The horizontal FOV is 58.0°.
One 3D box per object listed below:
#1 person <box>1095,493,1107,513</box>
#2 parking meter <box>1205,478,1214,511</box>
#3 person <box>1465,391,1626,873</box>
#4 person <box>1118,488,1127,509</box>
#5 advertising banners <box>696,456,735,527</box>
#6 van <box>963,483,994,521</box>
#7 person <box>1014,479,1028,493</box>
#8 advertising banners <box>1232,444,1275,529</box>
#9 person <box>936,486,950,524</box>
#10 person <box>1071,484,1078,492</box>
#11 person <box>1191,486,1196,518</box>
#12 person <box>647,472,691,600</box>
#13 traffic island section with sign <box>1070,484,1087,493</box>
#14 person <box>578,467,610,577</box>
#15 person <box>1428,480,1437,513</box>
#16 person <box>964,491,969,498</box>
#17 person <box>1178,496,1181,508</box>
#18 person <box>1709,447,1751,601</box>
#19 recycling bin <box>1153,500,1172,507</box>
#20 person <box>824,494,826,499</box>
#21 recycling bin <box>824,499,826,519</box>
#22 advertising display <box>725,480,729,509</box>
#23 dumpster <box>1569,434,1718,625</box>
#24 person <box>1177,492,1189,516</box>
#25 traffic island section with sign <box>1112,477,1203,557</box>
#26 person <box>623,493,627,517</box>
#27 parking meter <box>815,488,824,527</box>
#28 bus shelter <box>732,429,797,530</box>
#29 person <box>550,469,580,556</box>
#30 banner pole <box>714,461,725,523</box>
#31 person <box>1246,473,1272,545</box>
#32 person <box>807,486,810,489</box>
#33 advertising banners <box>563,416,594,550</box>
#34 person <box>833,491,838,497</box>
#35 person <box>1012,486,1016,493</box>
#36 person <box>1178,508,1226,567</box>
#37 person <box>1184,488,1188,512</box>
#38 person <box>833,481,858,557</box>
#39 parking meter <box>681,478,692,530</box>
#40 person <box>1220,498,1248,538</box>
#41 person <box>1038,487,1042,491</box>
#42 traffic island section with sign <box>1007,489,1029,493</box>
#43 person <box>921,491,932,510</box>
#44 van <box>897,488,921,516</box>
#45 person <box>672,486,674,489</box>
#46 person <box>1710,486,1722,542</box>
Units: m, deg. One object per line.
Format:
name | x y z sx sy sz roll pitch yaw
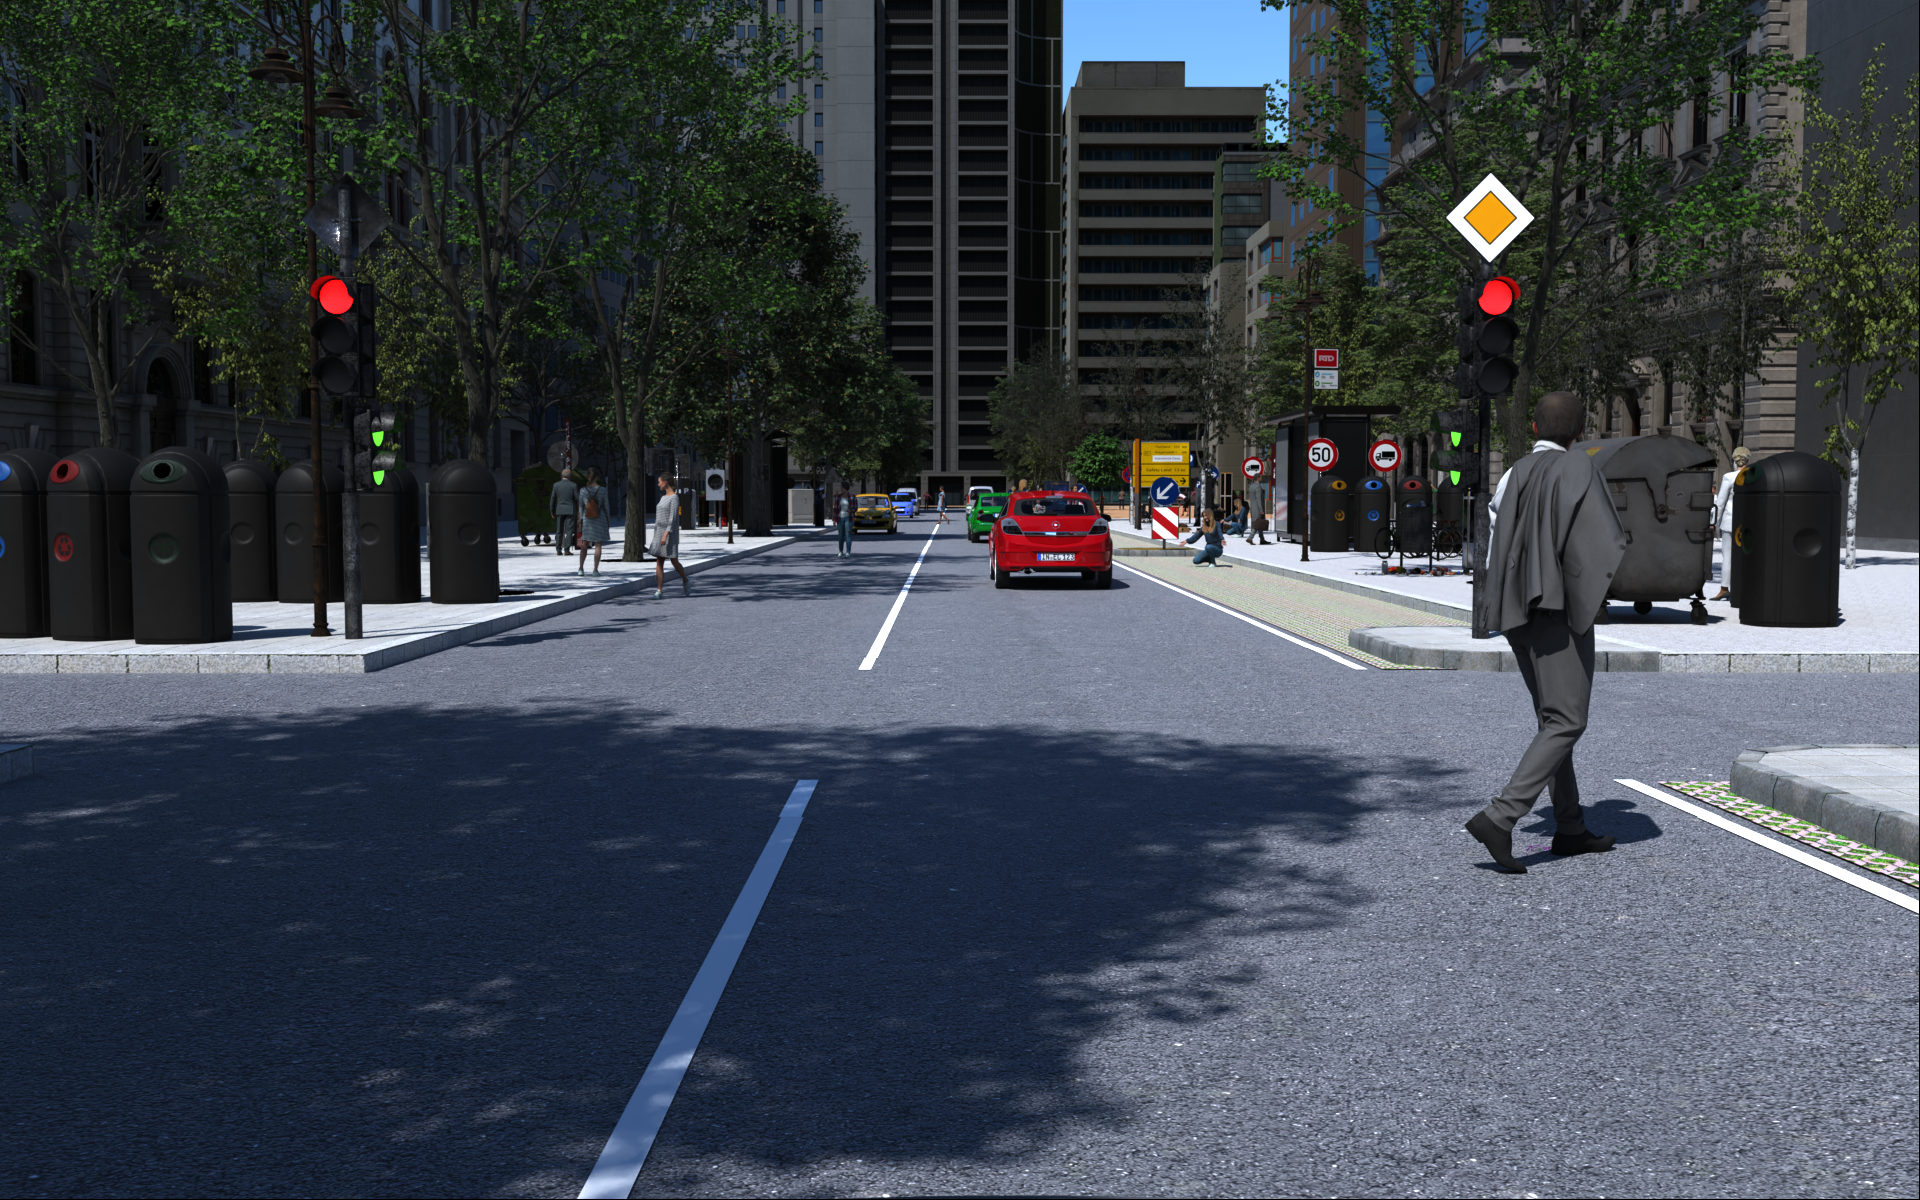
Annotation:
person | 8.455 -5.762 103.507 0.557 1.426 1.065 -2 4 -34
parking meter | 8.526 -3.271 59.197 0.255 1.863 0.399 1 4 21
person | 2.293 0.117 6.685 0.850 1.850 0.679 -2 4 -27
person | 13.738 -8.543 146.254 0.617 1.759 0.750 2 4 28
advertising banners | -9.322 -4.364 67.533 2.074 3.025 0.090 -2 4 -27
van | 1.165 -5.311 93.845 2.013 2.044 4.112 0 4 1
person | 1.697 -2.108 43.184 0.699 1.804 1.509 -1 4 -17
advertising banners | 10.336 -3.913 60.159 2.074 3.025 0.090 -1 4 -13
person | -0.797 -4.521 82.519 0.778 1.811 0.616 2 4 32
person | 3.372 -2.635 52.427 0.643 1.720 0.563 2 4 25
person | 12.944 -5.349 94.225 1.217 1.743 0.721 -2 4 -32
person | -3.994 -0.886 23.742 0.466 1.731 0.760 1 4 22
traffic island section with sign | 4.446 -3.589 67.305 1.989 1.847 2.006 0 4 0
person | -5.698 -1.215 26.907 0.512 1.701 0.522 -1 4 -9
person | 17.540 -3.585 64.899 0.529 1.795 0.600 -2 4 -30
person | 0.813 -8.430 147.056 1.217 1.743 0.721 1 4 21
person | 20.798 -9.487 164.342 0.628 1.438 0.799 -1 4 -20
person | 9.295 -0.894 20.538 0.514 1.842 0.818 -2 4 -30
recycling bin | 8.729 -3.801 74.705 0.722 1.027 0.722 0 3 0
person | -12.740 -9.467 164.058 0.697 1.427 0.421 3 5 42
recycling bin | -7.226 -4.615 88.017 0.722 1.027 0.722 1 4 20
advertising display | -10.650 -4.514 79.012 0.123 1.923 0.974 -1 4 -22
dumpster | 6.780 -0.728 17.654 1.264 1.857 1.865 0 4 0
person | 12.764 -5.513 99.373 0.799 1.438 0.628 -1 4 -16
traffic island section with sign | 4.566 -1.937 40.291 1.989 1.847 2.006 0 4 0
person | -18.937 -5.640 98.698 0.568 1.767 0.683 0 4 2
parking meter | -5.537 -3.666 68.345 0.372 1.533 0.369 0 3 0
bus shelter | -7.269 -4.524 65.256 1.731 3.624 6.357 0 4 0
person | -8.240 -1.839 36.294 0.661 1.801 0.590 0 4 2
banner pole | -10.604 -5.266 76.124 0.401 3.779 0.863 3 5 39
person | 7.550 -2.299 43.733 0.767 1.812 0.694 -1 4 -11
person | -9.122 -5.941 103.907 1.217 1.735 0.721 -2 4 -26
advertising banners | -8.792 -2.673 39.897 0.090 3.025 2.074 0 4 5
person | -12.337 -9.952 172.042 1.217 1.723 0.721 3 4 39
person | 2.344 -3.718 69.967 0.731 1.740 0.598 -2 4 -34
person | 4.868 -1.204 33.688 0.738 1.151 1.012 -3 5 -40
person | 16.449 -7.263 125.504 0.721 1.735 1.217 1 4 13
person | -2.593 -1.833 39.307 0.563 1.720 0.643 1 4 10
parking meter | -9.742 -3.426 61.721 0.399 1.863 0.255 -1 4 -10
person | 8.158 -2.418 51.084 0.738 1.151 1.012 -1 4 -12
person | 4.172 -4.929 89.431 0.374 1.781 0.599 0 4 -5
traffic island section with sign | 4.267 -6.662 117.547 1.989 1.847 2.006 0 4 0
person | -3.125 -9.210 159.796 1.217 1.743 0.721 1 4 16
van | -3.578 -6.684 116.290 2.013 2.044 4.112 0 4 0
person | -12.004 -3.934 72.171 0.330 1.601 0.589 0 4 3
person | 20.344 -2.328 46.708 0.503 1.515 0.523 0 4 -5
